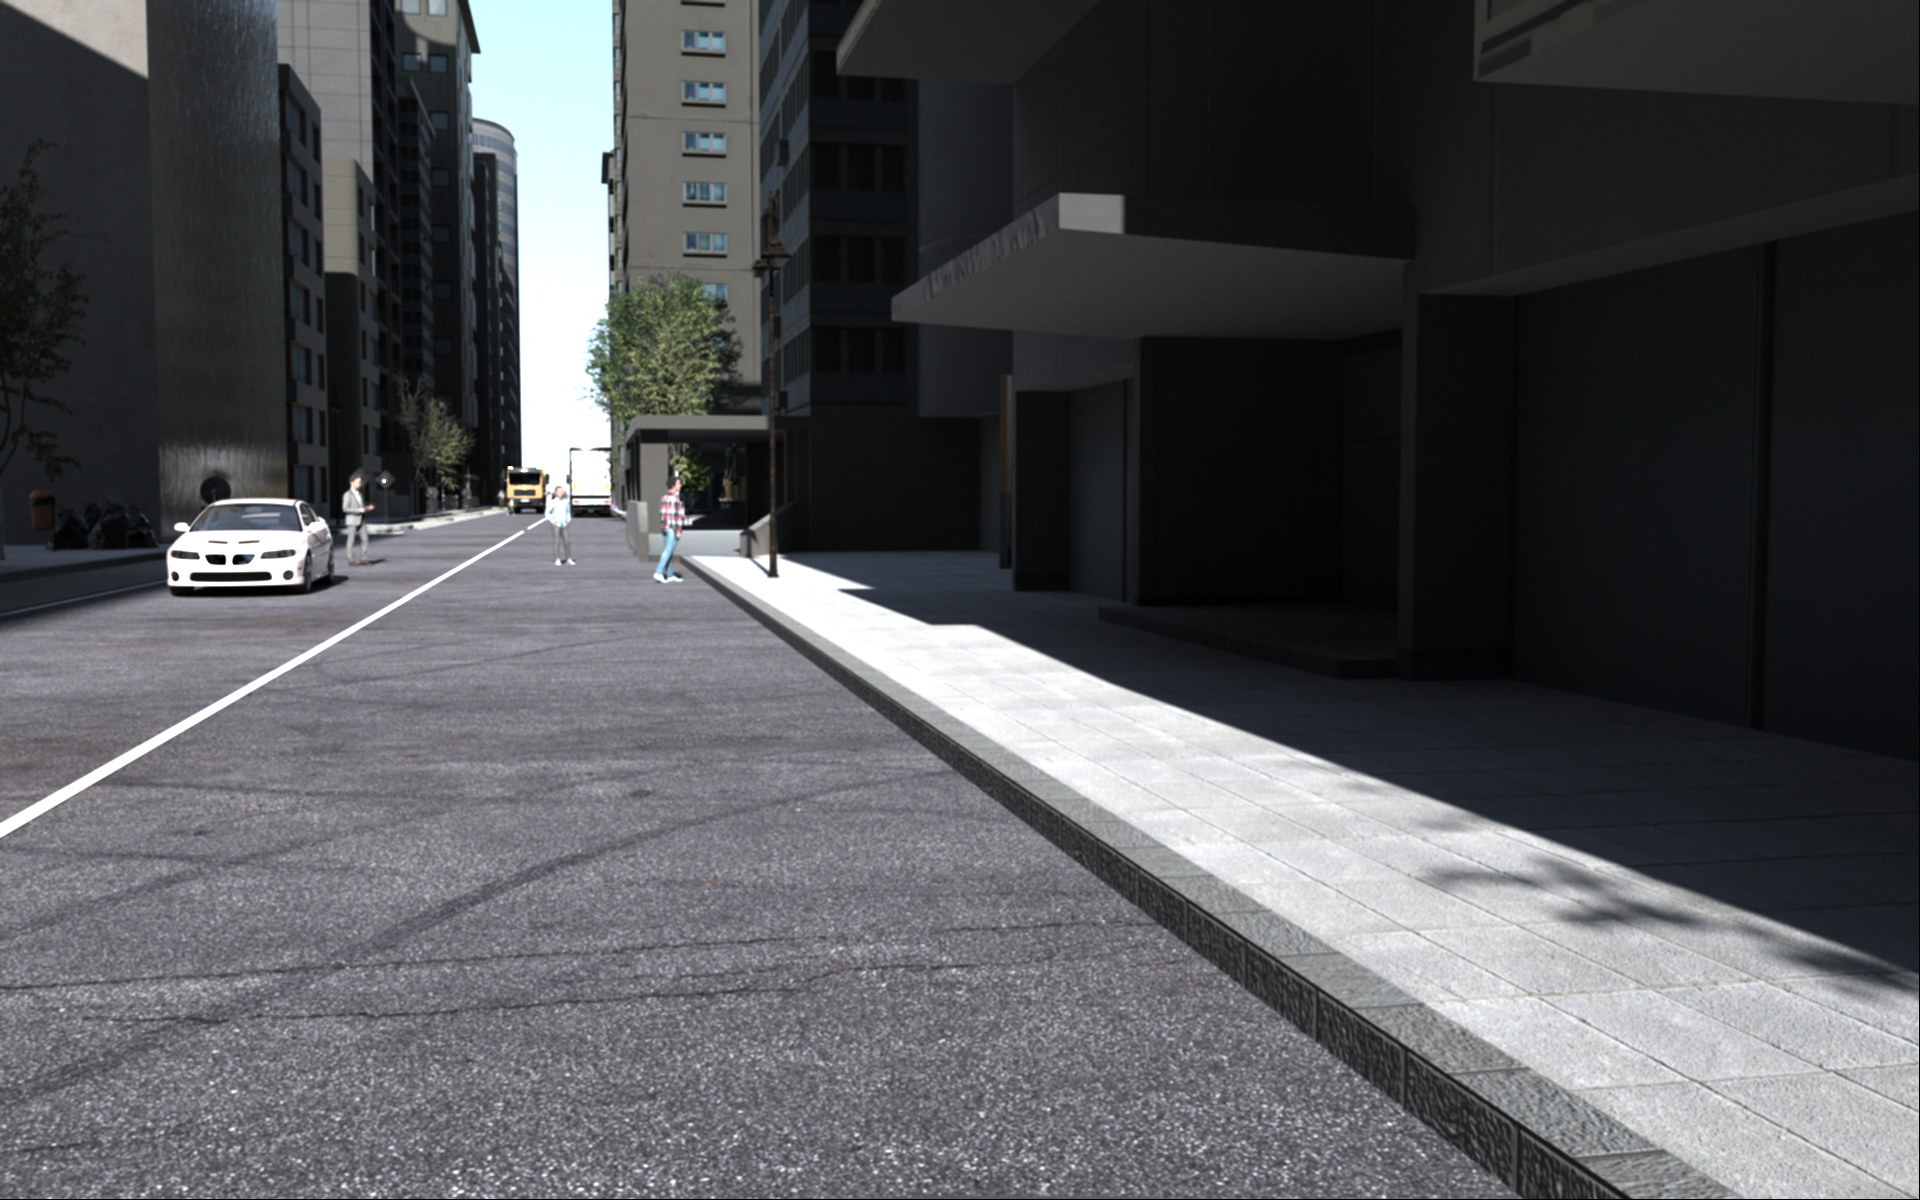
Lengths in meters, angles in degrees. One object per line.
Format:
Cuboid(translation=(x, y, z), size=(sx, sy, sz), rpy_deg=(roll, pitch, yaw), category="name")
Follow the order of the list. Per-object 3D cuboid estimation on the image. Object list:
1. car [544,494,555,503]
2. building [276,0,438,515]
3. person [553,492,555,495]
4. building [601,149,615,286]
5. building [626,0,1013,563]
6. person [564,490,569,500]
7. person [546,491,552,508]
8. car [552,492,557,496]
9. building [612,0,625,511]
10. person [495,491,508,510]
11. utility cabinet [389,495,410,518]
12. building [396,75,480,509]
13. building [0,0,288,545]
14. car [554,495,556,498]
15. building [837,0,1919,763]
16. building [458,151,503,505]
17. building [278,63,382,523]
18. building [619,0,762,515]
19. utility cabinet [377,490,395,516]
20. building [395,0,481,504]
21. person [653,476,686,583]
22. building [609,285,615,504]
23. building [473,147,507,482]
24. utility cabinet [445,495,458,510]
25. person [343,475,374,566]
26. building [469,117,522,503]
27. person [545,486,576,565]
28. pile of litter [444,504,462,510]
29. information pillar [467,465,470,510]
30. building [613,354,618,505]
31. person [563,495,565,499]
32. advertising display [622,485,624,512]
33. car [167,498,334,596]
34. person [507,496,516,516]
Cuboid(translation=(-39.056, -9.422, 163.829), size=(2.009, 1.686, 4.222), rpy_deg=(-1, 4, -12), category="car")
Cuboid(translation=(-45.611, -41.246, 112.624), size=(20.563, 71.187, 20.611), rpy_deg=(-1, 4, -12), category="building")
Cuboid(translation=(-63.182, -15.876, 268.792), size=(1.217, 1.743, 0.721), rpy_deg=(2, 4, 27), category="person")
Cuboid(translation=(-39.163, -41.121, 261.568), size=(28.713, 52.752, 27.495), rpy_deg=(-1, 4, -12), category="building")
Cuboid(translation=(7.593, -21.610, 45.202), size=(32.217, 40.220, 23.993), rpy_deg=(-1, 4, -12), category="building")
Cuboid(translation=(-42.737, -10.958, 187.643), size=(1.348, 1.826, 0.705), rpy_deg=(3, 4, 38), category="person")
Cuboid(translation=(-37.105, -9.008, 156.443), size=(0.621, 1.740, 0.551), rpy_deg=(1, 4, 18), category="person")
Cuboid(translation=(-69.031, -17.612, 296.622), size=(2.281, 1.827, 5.304), rpy_deg=(-1, 4, -13), category="car")
Cuboid(translation=(-20.957, -27.971, 140.925), size=(14.154, 41.232, 14.086), rpy_deg=(-1, 4, -12), category="building")
Cuboid(translation=(-41.404, -8.999, 156.369), size=(1.217, 1.736, 0.721), rpy_deg=(-1, 4, -9), category="person")
Cuboid(translation=(-30.453, -5.068, 94.016), size=(1.020, 1.237, 0.306), rpy_deg=(-1, 4, -19), category="utility cabinet")
Cuboid(translation=(-59.658, -28.149, 152.124), size=(32.217, 40.220, 23.993), rpy_deg=(-1, 4, -12), category="building")
Cuboid(translation=(-38.968, -14.960, 49.105), size=(34.151, 26.468, 19.350), rpy_deg=(-1, 4, -12), category="building")
Cuboid(translation=(-44.752, -10.781, 188.844), size=(1.945, 1.354, 3.894), rpy_deg=(-1, 4, -11), category="car")
Cuboid(translation=(14.086, -25.842, 11.763), size=(28.713, 52.752, 27.495), rpy_deg=(-1, 4, -12), category="building")
Cuboid(translation=(-60.804, -31.620, 200.584), size=(14.154, 41.232, 14.086), rpy_deg=(-1, 4, -12), category="building")
Cuboid(translation=(-43.459, -14.442, 81.166), size=(27.650, 21.520, 28.899), rpy_deg=(-1, 4, -12), category="building")
Cuboid(translation=(-11.736, -30.128, 116.292), size=(21.300, 48.544, 21.600), rpy_deg=(-1, 4, -12), category="building")
Cuboid(translation=(-33.491, -5.647, 101.009), size=(0.318, 1.500, 1.173), rpy_deg=(2, 4, 34), category="utility cabinet")
Cuboid(translation=(-64.364, -36.004, 177.901), size=(28.713, 52.752, 27.495), rpy_deg=(-1, 4, -12), category="building")
Cuboid(translation=(-4.736, -1.153, 28.189), size=(0.643, 1.720, 0.563), rpy_deg=(-2, 4, -27), category="person")
Cuboid(translation=(-41.450, -28.663, 240.336), size=(14.160, 30.474, 14.107), rpy_deg=(-1, 4, -12), category="building")
Cuboid(translation=(-74.705, -37.796, 237.570), size=(23.786, 49.044, 30.456), rpy_deg=(-1, 4, -12), category="building")
Cuboid(translation=(-41.178, -7.899, 140.312), size=(0.306, 1.237, 1.020), rpy_deg=(3, 5, 43), category="utility cabinet")
Cuboid(translation=(-12.000, -1.584, 34.594), size=(0.583, 1.804, 0.606), rpy_deg=(1, 4, 11), category="person")
Cuboid(translation=(-79.171, -44.333, 266.839), size=(21.231, 58.520, 28.212), rpy_deg=(-1, 4, -12), category="building")
Cuboid(translation=(-8.060, -1.503, 34.891), size=(0.589, 1.601, 0.330), rpy_deg=(-2, 4, -34), category="person")
Cuboid(translation=(-42.065, -7.957, 144.055), size=(1.719, 0.858, 1.176), rpy_deg=(-1, 4, -19), category="pile of litter")
Cuboid(translation=(-39.940, -9.125, 140.547), size=(0.183, 3.616, 0.504), rpy_deg=(-1, 4, -13), category="information pillar")
Cuboid(translation=(-25.007, -21.503, 196.605), size=(27.650, 21.520, 28.899), rpy_deg=(-1, 4, -12), category="building")
Cuboid(translation=(-40.688, -10.177, 178.115), size=(0.599, 1.433, 0.991), rpy_deg=(-3, 4, -39), category="person")
Cuboid(translation=(-24.440, -7.366, 125.652), size=(0.123, 1.923, 0.974), rpy_deg=(-1, 4, -8), category="advertising display")
Cuboid(translation=(-10.579, -0.837, 26.049), size=(2.083, 1.381, 4.827), rpy_deg=(-1, 4, -14), category="car")
Cuboid(translation=(-29.560, -6.198, 114.088), size=(0.590, 1.304, 0.306), rpy_deg=(0, 4, -2), category="person")
